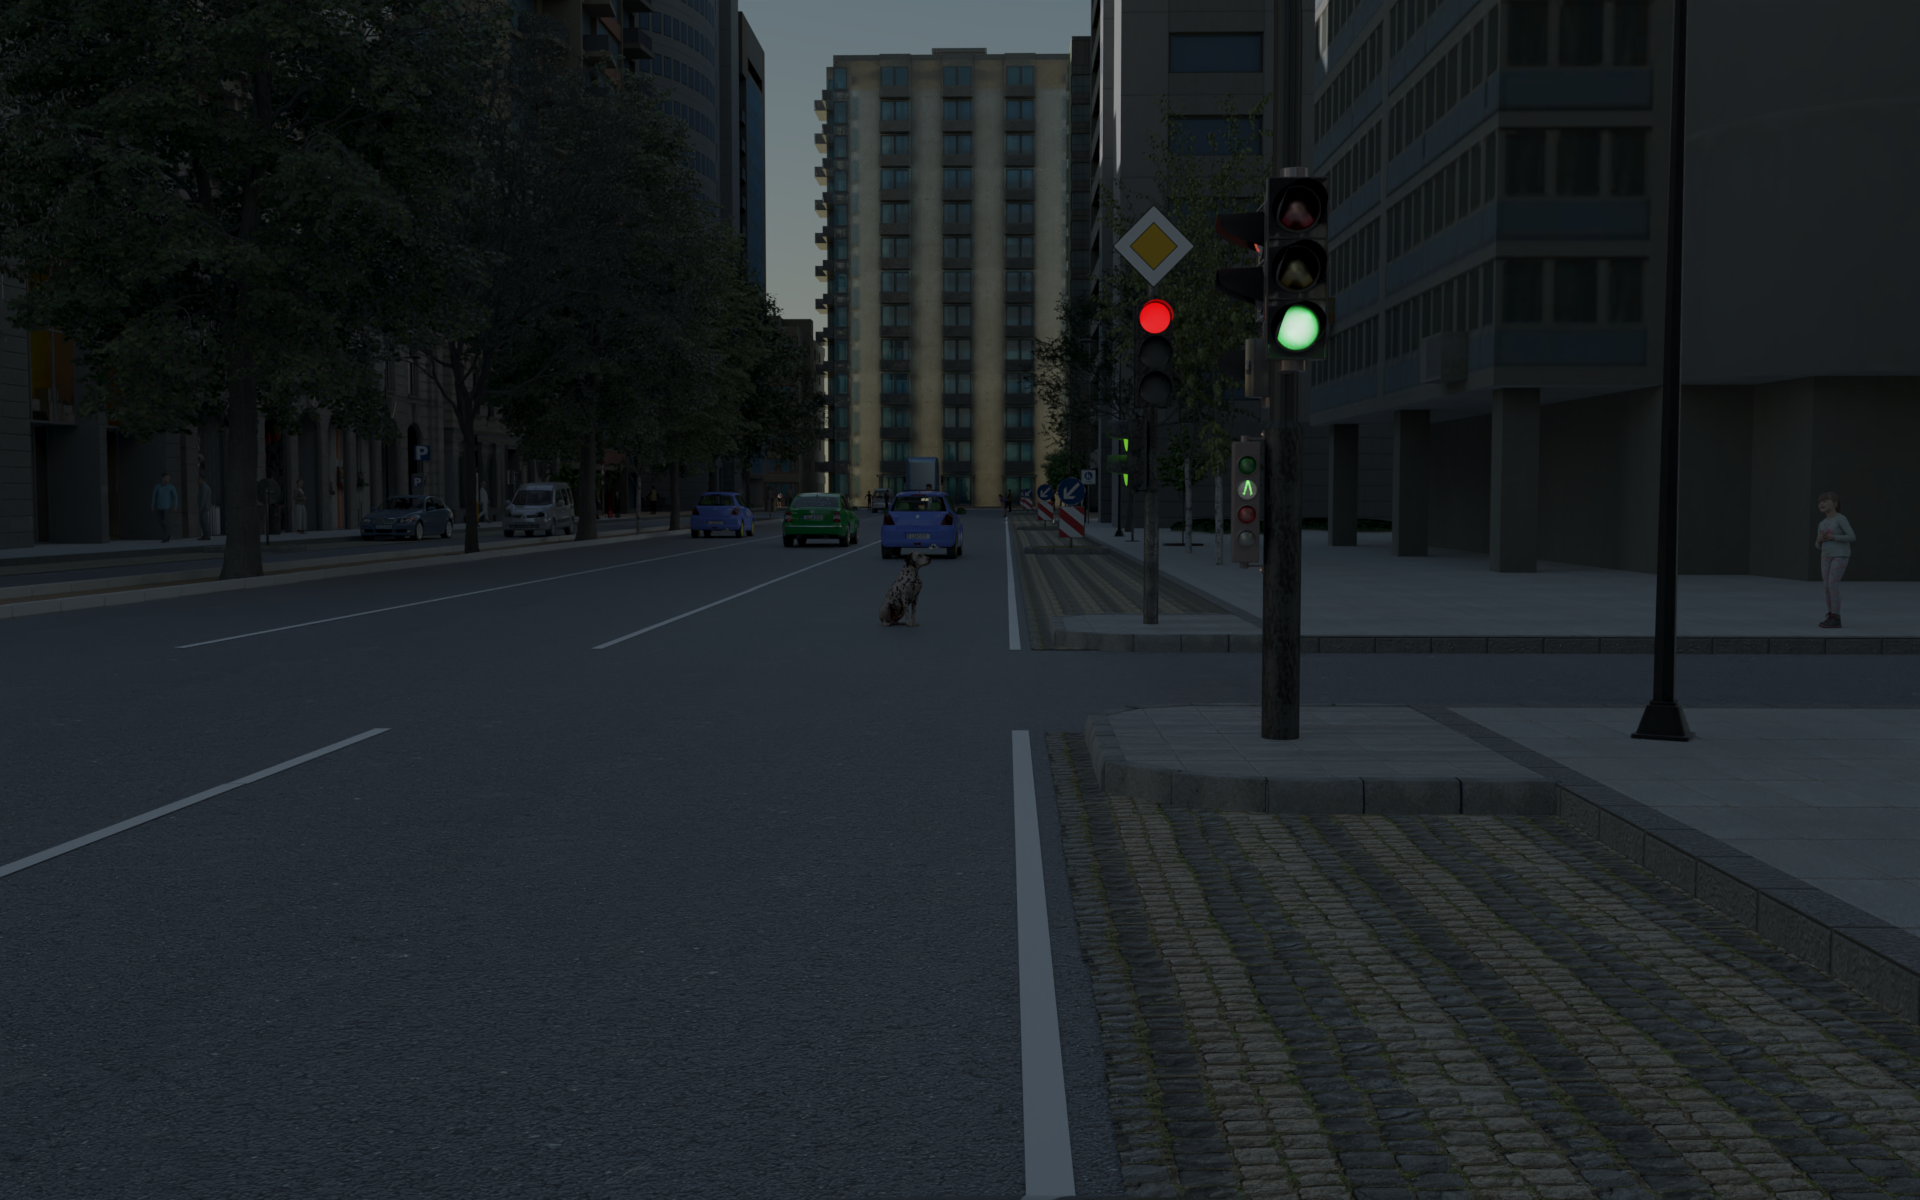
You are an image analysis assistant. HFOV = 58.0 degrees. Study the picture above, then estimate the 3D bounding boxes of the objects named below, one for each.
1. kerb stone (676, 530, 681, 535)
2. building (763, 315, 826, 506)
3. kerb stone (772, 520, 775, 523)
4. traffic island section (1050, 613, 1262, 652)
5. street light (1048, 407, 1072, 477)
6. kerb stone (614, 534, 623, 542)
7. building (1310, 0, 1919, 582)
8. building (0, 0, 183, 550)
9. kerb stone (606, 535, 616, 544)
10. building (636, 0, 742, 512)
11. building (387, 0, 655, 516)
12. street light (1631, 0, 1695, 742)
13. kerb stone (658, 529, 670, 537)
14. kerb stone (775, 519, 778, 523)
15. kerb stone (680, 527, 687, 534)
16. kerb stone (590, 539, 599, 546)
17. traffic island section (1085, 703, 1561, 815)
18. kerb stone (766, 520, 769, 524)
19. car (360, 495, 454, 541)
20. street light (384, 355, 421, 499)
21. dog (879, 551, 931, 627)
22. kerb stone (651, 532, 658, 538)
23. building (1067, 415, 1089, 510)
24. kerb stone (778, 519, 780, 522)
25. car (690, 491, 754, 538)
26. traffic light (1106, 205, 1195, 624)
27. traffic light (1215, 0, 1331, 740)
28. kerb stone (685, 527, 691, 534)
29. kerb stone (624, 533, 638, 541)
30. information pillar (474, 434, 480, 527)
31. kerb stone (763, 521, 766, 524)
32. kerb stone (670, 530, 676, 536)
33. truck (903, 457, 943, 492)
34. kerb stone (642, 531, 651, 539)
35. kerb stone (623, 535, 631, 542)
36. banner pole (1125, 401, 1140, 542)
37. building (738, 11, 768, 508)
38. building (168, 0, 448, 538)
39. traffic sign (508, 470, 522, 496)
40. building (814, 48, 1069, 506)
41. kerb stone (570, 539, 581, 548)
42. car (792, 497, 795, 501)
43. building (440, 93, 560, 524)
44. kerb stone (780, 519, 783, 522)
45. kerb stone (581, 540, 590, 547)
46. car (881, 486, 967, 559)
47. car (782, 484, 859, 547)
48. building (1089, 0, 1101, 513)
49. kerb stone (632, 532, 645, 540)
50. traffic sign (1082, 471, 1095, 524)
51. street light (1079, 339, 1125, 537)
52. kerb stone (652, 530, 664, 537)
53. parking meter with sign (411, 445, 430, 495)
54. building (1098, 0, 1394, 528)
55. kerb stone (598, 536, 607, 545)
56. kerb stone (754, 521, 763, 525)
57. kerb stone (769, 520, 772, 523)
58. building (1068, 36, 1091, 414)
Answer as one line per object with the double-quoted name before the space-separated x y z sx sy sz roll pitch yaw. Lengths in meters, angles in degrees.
"kerb stone" -9.981 -2.345 60.529 0.120 0.150 1.000 0 4 1
"building" -30.806 -21.253 192.529 28.899 21.520 27.650 0 4 1
"kerb stone" -9.341 -3.851 85.162 0.120 0.150 1.000 0 4 1
"traffic island section" 1.908 0.315 17.129 2.009 0.180 2.903 0 4 1
"street light" 5.374 -7.312 92.097 1.470 5.913 1.316 0 4 1
"kerb stone" -10.224 -1.780 51.295 0.120 0.150 1.000 0 4 1
"building" 20.138 -20.831 32.467 23.993 40.220 32.217 0 4 1
"building" -27.761 -15.662 33.560 11.434 29.767 29.804 0 4 1
"kerb stone" -10.243 -1.716 50.273 0.120 0.150 1.000 0 4 1
"building" -29.837 -36.291 135.352 21.231 58.520 28.212 0 4 1
"building" -31.245 -27.663 106.911 22.147 44.769 28.867 0 4 1
"street light" 3.171 -2.229 8.982 1.470 5.913 1.316 0 4 1
"kerb stone" -10.035 -2.219 58.482 0.120 0.150 1.000 0 4 1
"kerb stone" -9.312 -3.914 86.184 0.120 0.150 1.000 0 4 1
"kerb stone" -9.951 -2.407 61.551 0.120 0.150 1.000 0 4 1
"kerb stone" -10.295 -1.592 48.226 0.120 0.150 1.000 0 4 1
"traffic island section" 1.702 0.803 9.147 2.009 0.180 2.903 0 4 1
"kerb stone" -9.392 -3.725 83.106 0.120 0.150 1.000 0 4 1
"car" -17.267 -2.585 54.262 2.014 1.417 4.499 0 4 2
"street light" -18.720 -5.235 58.134 1.470 5.913 1.316 0 4 1
"dog" -0.644 -0.129 18.947 0.513 0.831 0.800 -1 4 -13
"kerb stone" -10.091 -2.094 56.428 0.120 0.150 1.000 0 4 1
"building" 20.176 -50.250 134.266 22.319 86.520 31.000 0 4 1
"kerb stone" -9.292 -3.977 87.216 0.120 0.150 1.000 0 4 1
"car" -7.879 -2.941 57.678 1.945 1.707 3.694 0 4 1
"traffic light" 1.868 -1.718 17.016 0.839 4.253 0.868 0 4 1
"traffic light" -0.431 -2.097 8.946 4.771 5.953 1.251 0 4 1
"kerb stone" -9.933 -2.470 62.580 0.120 0.150 1.000 0 4 1
"kerb stone" -10.169 -1.903 53.349 0.120 0.150 1.000 0 4 1
"information pillar" -18.828 -4.635 67.129 0.183 3.616 0.504 1 4 14
"kerb stone" -9.419 -3.662 82.068 0.120 0.150 1.000 0 4 1
"kerb stone" -10.016 -2.282 59.504 0.120 0.150 1.000 0 4 1
"truck" -2.784 -7.936 119.517 2.967 4.110 18.799 0 4 1
"kerb stone" -10.119 -2.031 55.406 0.120 0.150 1.000 0 4 1
"kerb stone" -10.195 -1.839 52.325 0.120 0.150 1.000 0 4 1
"banner pole" 4.672 -3.450 46.430 0.401 3.779 0.863 0 4 -3
"building" -25.900 -31.167 159.690 14.200 45.320 14.600 0 4 1
"building" -27.901 -13.416 61.150 13.314 21.916 24.055 0 4 1
"traffic sign" -18.612 -4.298 72.406 0.606 2.300 0.079 0 4 6
"building" -0.097 -34.819 188.893 30.456 49.044 23.786 0 4 1
"kerb stone" -10.348 -1.467 46.183 0.120 0.150 1.000 0 4 1
"car" -14.500 -8.931 158.602 1.945 1.354 3.894 0 4 2
"building" -26.051 -14.272 82.491 9.793 20.994 18.267 0 4 1
"kerb stone" -9.260 -4.039 88.240 0.120 0.150 1.000 0 4 1
"kerb stone" -10.320 -1.530 47.205 0.120 0.150 1.000 0 4 1
"car" -0.834 -1.831 39.534 1.945 1.707 3.694 0 4 3
"car" -3.848 -2.416 48.305 1.959 1.807 4.718 0 4 2
"building" 19.353 -29.658 108.605 21.300 48.544 21.600 0 4 1
"kerb stone" -10.136 -1.968 54.377 0.120 0.150 1.000 0 4 1
"traffic sign" 5.474 -4.384 73.814 0.606 2.300 0.079 0 4 7
"street light" 4.266 -4.862 52.039 1.470 5.913 1.316 0 4 1
"kerb stone" -10.065 -2.157 57.458 0.120 0.150 1.000 0 4 1
"parking meter with sign" -19.083 -3.962 61.046 0.543 3.016 1.738 0 4 -8
"building" 16.774 -32.707 76.758 21.231 58.520 28.212 0 4 1
"kerb stone" -10.271 -1.655 49.248 0.120 0.150 1.000 0 4 1
"kerb stone" -9.449 -3.599 81.046 0.120 0.150 1.000 0 4 1
"kerb stone" -9.369 -3.788 84.134 0.120 0.150 1.000 0 4 1
"building" 16.899 -29.047 158.521 14.154 41.232 14.086 0 4 1
